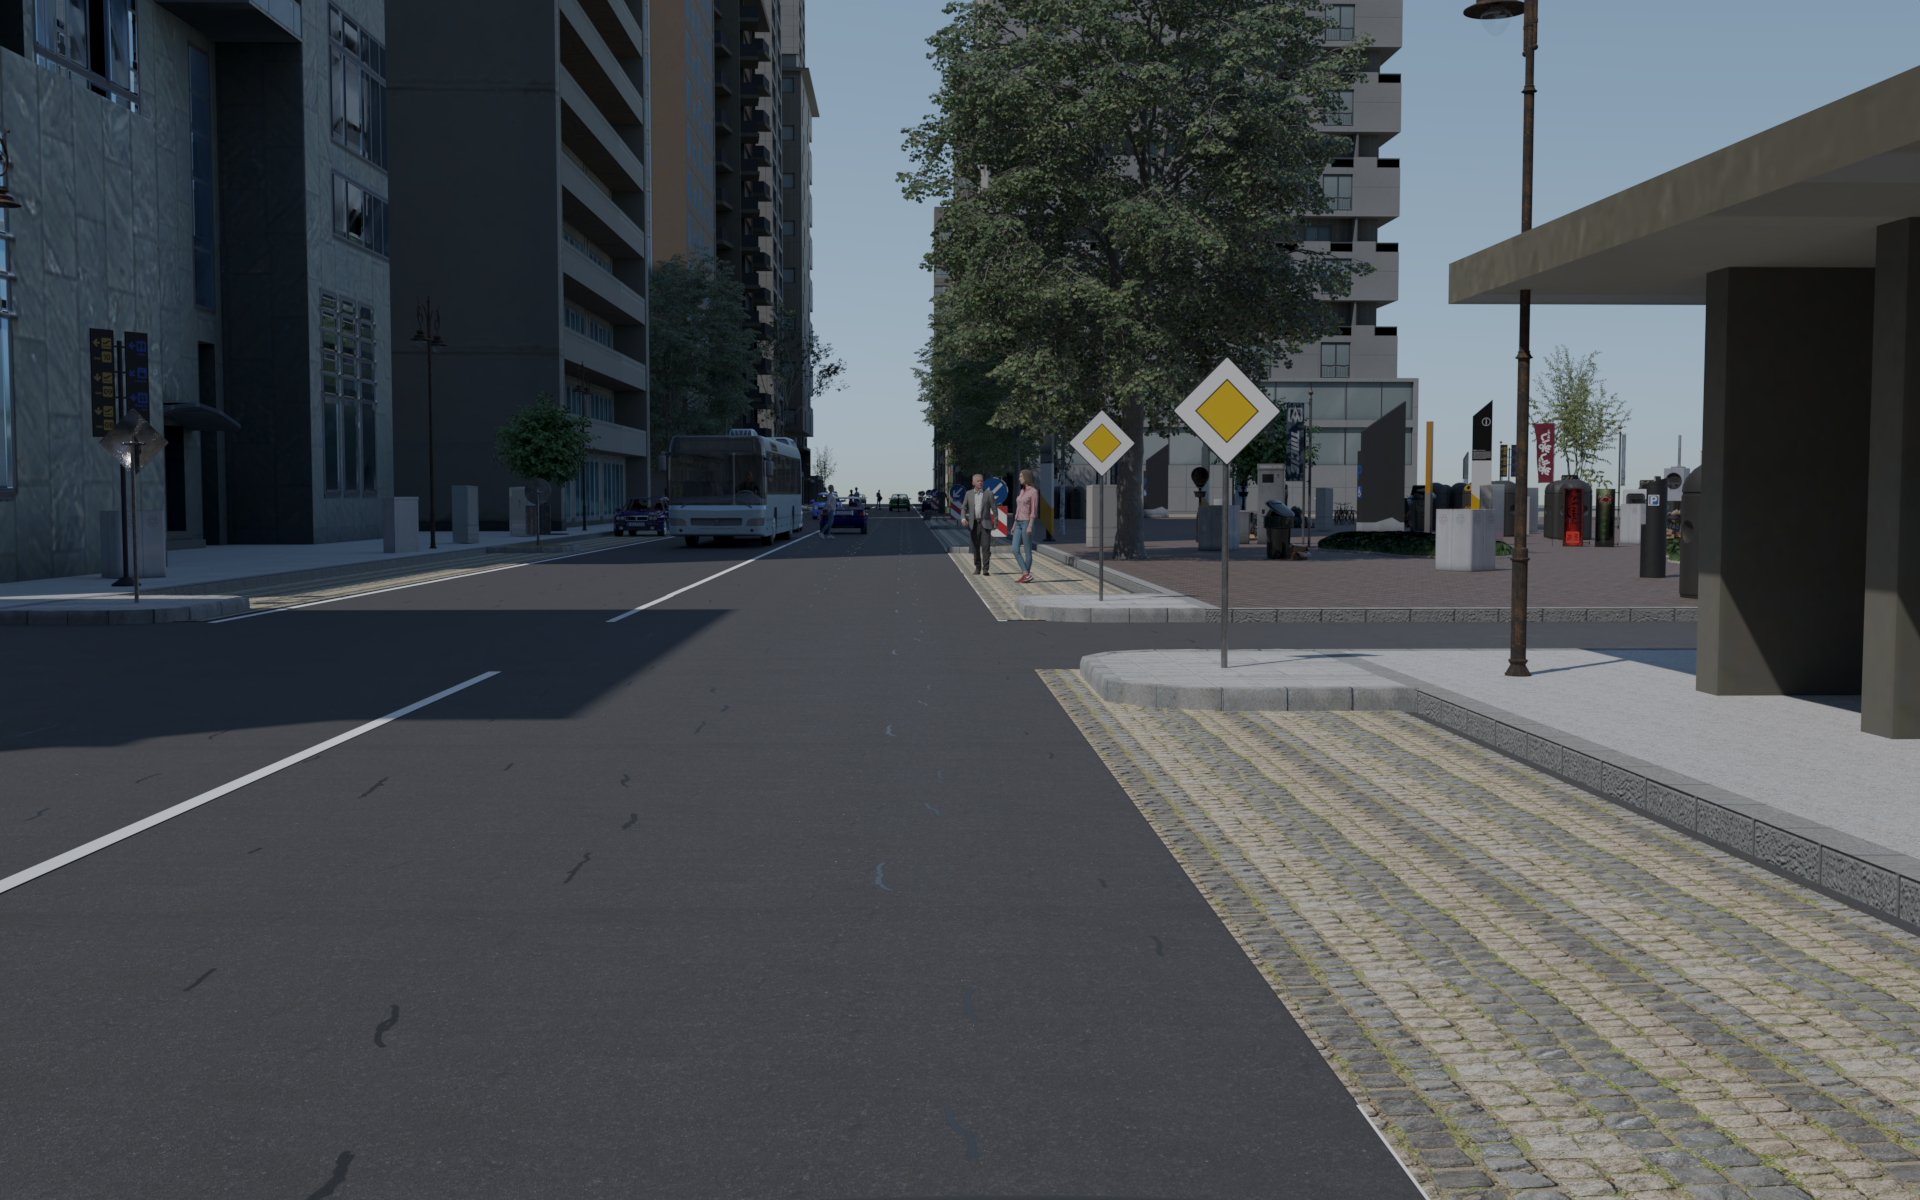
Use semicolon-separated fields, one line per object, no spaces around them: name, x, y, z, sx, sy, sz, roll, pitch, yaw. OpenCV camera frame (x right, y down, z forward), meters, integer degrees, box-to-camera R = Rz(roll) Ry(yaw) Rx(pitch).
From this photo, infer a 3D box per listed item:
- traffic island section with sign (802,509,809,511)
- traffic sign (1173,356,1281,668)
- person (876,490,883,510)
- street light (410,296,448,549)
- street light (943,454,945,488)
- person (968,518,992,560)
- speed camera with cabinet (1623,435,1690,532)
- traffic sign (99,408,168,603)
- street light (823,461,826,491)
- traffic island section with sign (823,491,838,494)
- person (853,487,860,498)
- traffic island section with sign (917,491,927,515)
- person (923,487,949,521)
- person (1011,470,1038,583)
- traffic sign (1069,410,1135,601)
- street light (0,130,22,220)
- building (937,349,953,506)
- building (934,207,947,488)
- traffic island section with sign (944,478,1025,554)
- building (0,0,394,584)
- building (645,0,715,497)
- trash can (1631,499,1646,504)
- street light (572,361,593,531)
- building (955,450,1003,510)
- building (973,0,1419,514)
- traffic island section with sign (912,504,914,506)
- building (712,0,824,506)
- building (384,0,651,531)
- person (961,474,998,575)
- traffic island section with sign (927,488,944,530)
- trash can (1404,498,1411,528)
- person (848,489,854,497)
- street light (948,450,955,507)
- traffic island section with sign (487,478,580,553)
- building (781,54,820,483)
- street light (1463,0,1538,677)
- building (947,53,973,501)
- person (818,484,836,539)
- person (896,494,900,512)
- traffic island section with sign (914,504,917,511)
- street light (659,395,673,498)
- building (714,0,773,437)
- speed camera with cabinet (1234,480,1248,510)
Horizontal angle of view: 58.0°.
traffic island section with sign;-13.845;-8.485;147.363;1.989;1.847;2.006;0;4;-2
traffic sign;1.947;-0.555;12.718;0.795;2.450;0.064;0;4;-2
person;-7.291;-9.101;157.169;0.599;1.838;0.709;3;5;43
street light;-12.386;-4.143;40.533;0.468;5.910;1.993;0;4;-2
street light;-1.157;-12.184;172.002;0.468;5.910;1.993;0;4;-2
person;0.417;-1.754;37.595;0.576;1.772;0.534;1;4;19
speed camera with cabinet;23.437;-3.914;58.327;2.038;3.252;0.660;3;5;43
traffic sign;-9.700;-1.022;20.353;0.795;2.450;0.064;0;4;-2
street light;-18.875;-16.422;241.288;0.468;5.910;1.993;0;4;-2
traffic island section with sign;-15.637;-11.874;202.774;1.989;1.847;2.006;0;4;-2
person;-5.675;-5.325;95.580;0.581;1.822;0.654;-3;5;-44
traffic island section with sign;-1.844;-6.859;120.771;1.989;1.847;2.006;0;4;-2
person;-1.220;-5.097;92.046;0.699;1.804;1.509;-3;5;-42
person;1.018;-1.177;27.753;0.388;1.821;0.555;-3;5;-42
traffic sign;1.689;-1.043;20.699;0.795;2.450;0.064;0;4;-2
street light;-11.701;-2.922;20.555;0.468;5.910;1.993;0;4;-2
building;11.047;-23.347;226.758;27.650;21.520;28.899;0;4;-2
building;3.224;-34.533;248.215;14.154;41.232;14.086;0;4;-2
traffic island section with sign;0.690;-2.061;42.318;1.989;1.847;2.006;0;4;-2
building;-25.249;-44.023;32.446;22.319;86.520;31.000;0;4;-2
building;-22.188;-27.615;101.611;14.600;45.320;14.200;0;4;-2
trash can;20.599;-2.483;52.251;0.748;1.137;0.748;0;3;0
street light;-13.154;-5.365;60.508;0.468;5.910;1.993;0;4;-2
building;10.120;-43.283;145.922;20.563;71.187;20.611;0;4;-2
building;14.813;-32.596;122.184;28.713;52.752;27.495;0;4;-2
traffic island section with sign;-4.503;-11.903;203.246;1.989;1.847;2.006;0;4;-2
building;-29.227;-48.799;236.121;20.563;71.187;20.611;0;4;-2
building;-24.685;-27.189;68.237;21.300;48.544;21.600;0;4;-2
person;0.345;-1.313;30.373;0.661;1.777;0.834;0;4;0
traffic island section with sign;-0.222;-3.775;70.350;1.989;1.847;2.006;0;4;-2
trash can;17.327;-3.343;66.304;0.748;1.137;0.748;0;3;0
person;-7.089;-6.281;111.877;0.721;1.739;1.217;3;5;40
street light;-0.568;-10.962;152.021;0.468;5.910;1.993;0;4;-2
traffic island section with sign;-10.441;-2.080;42.635;1.989;1.847;2.006;0;4;-2
building;-32.018;-38.104;212.237;28.713;52.752;27.495;0;4;-2
street light;3.941;-2.402;12.059;0.468;5.910;1.993;0;4;-2
building;6.276;-29.421;164.635;14.154;41.232;14.086;0;4;-2
person;-4.265;-2.844;55.679;0.598;1.740;0.731;-1;4;-18
person;-4.901;-7.640;136.674;0.557;1.426;1.065;0;4;-7
traffic island section with sign;-2.723;-8.507;147.712;1.989;1.847;2.006;0;4;-2
street light;-13.684;-6.612;80.894;0.468;5.910;1.993;0;4;-2
building;-27.221;-29.910;143.655;22.147;44.769;28.867;0;4;-2
speed camera with cabinet;13.775;-5.546;85.017;0.660;3.252;2.038;0;4;7
